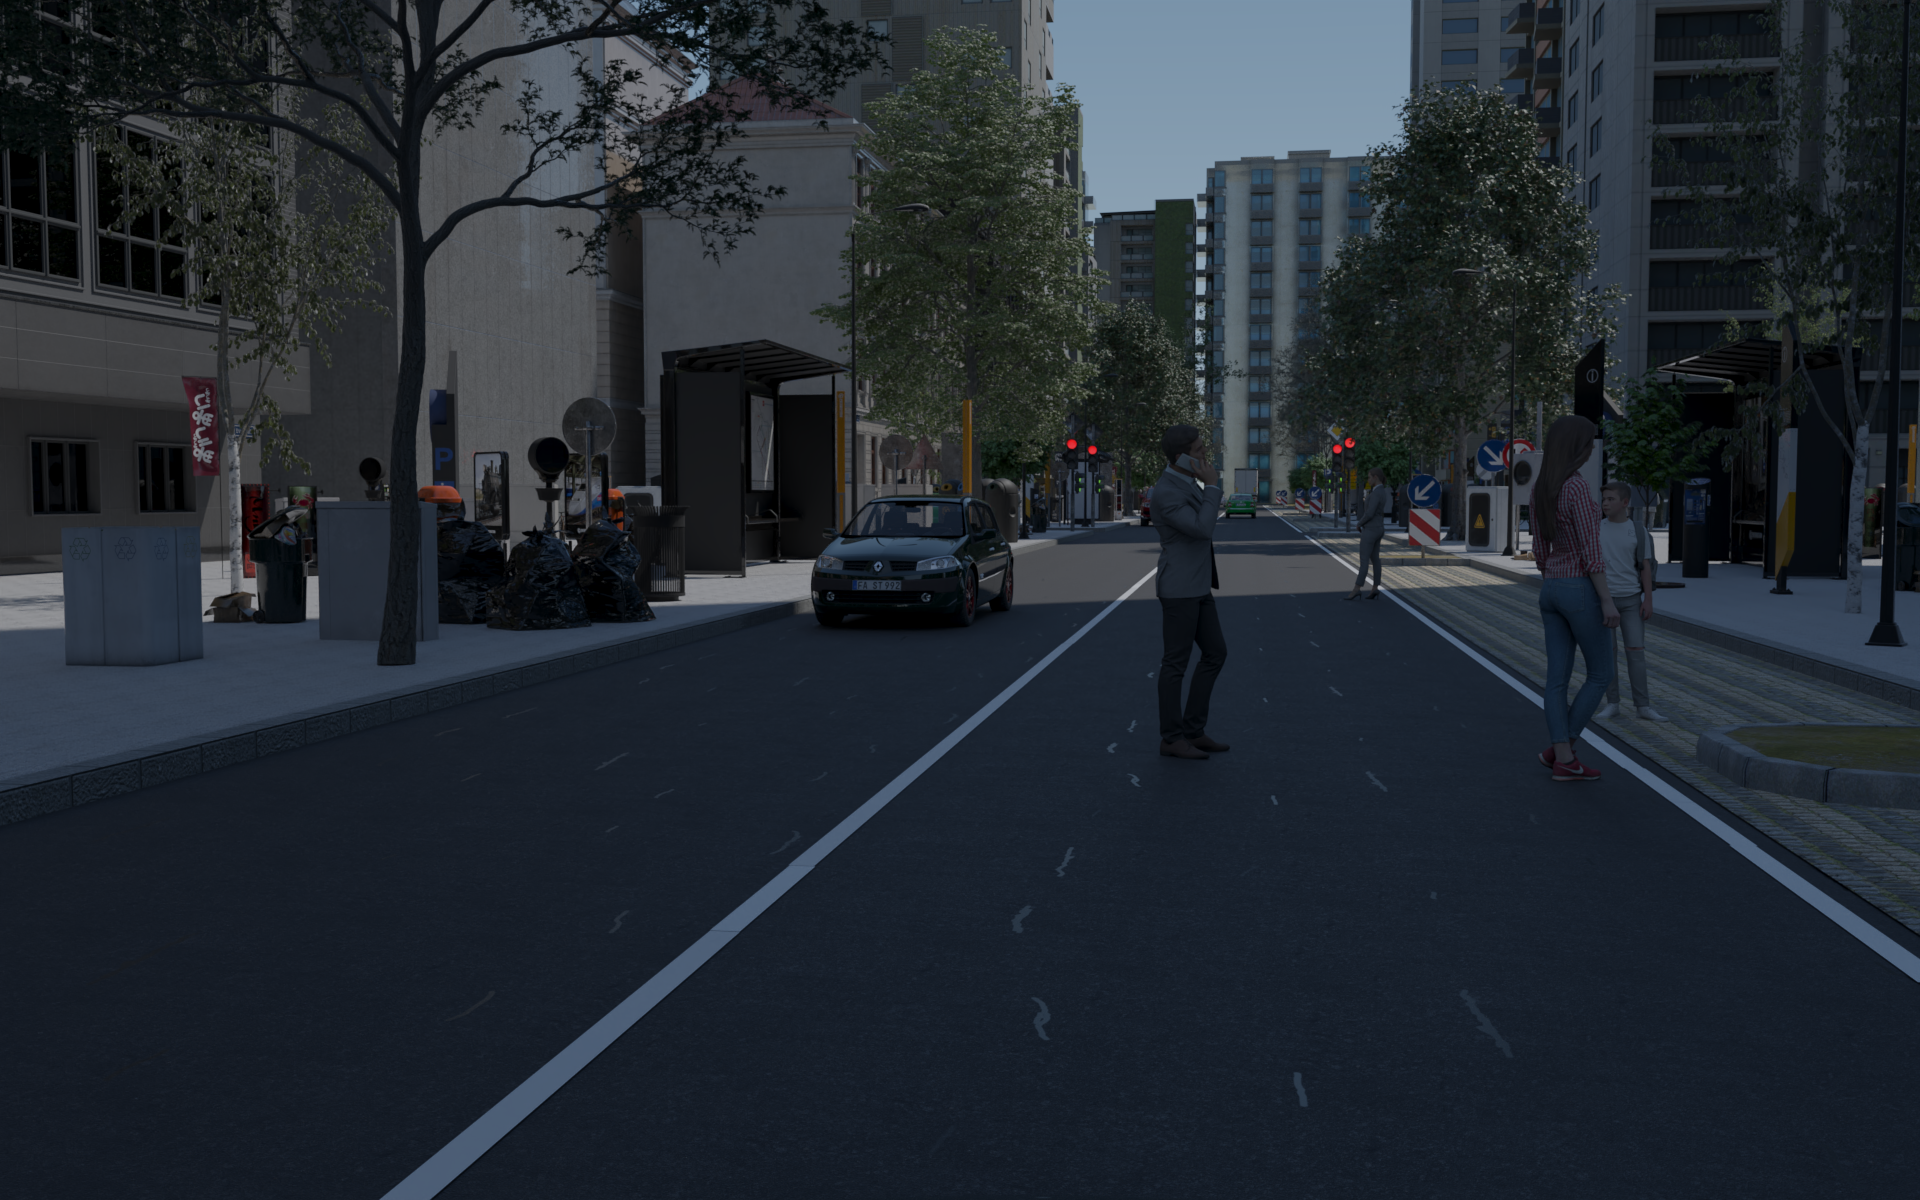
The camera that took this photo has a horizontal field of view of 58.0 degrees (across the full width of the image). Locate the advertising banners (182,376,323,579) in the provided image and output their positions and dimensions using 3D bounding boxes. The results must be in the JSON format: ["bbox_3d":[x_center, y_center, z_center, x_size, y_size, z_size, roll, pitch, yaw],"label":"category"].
[{"bbox_3d":[-10.730,-1.845,26.355,2.074,3.025,0.090,-3,5,-42],"label":"advertising banners"}]

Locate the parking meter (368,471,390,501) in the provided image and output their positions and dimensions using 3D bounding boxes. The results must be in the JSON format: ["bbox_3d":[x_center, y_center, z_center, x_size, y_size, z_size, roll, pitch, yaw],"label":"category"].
[{"bbox_3d":[-12.333,-1.900,36.782,0.399,1.863,0.255,1,4,13],"label":"parking meter"}]

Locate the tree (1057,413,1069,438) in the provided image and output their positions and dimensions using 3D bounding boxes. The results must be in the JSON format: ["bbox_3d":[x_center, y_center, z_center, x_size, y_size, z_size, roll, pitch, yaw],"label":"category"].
[{"bbox_3d":[9.480,-11.080,131.514,4.360,8.622,3.978,0,3,0],"label":"tree"}]

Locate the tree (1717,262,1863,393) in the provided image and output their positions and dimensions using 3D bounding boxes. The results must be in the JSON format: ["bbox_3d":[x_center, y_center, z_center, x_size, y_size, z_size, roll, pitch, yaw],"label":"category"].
[{"bbox_3d":[25.542,-6.286,53.142,4.737,8.622,4.395,0,3,0],"label":"tree"}]

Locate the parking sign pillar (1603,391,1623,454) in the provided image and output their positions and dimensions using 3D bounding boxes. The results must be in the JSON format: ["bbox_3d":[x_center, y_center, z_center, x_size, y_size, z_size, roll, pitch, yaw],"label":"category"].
[{"bbox_3d":[14.909,-3.173,40.344,1.447,3.967,1.447,-1,4,-9],"label":"parking sign pillar"}]

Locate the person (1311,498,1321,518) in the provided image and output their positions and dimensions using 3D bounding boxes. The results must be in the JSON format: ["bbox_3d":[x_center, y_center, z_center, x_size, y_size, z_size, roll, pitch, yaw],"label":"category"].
[{"bbox_3d":[19.367,-5.266,94.376,0.755,1.850,0.659,3,4,36],"label":"person"}]

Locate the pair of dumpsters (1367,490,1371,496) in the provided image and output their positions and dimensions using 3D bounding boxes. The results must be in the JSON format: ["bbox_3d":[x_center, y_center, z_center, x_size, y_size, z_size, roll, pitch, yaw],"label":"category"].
[{"bbox_3d":[27.478,-6.756,112.957,1.574,2.255,4.437,1,4,10],"label":"pair of dumpsters"}]

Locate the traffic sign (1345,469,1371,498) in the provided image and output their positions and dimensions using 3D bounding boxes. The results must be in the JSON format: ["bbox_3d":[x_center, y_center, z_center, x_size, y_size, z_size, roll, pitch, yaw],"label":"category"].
[{"bbox_3d":[25.594,-7.123,110.332,2.265,3.308,0.079,1,4,19],"label":"traffic sign"}]

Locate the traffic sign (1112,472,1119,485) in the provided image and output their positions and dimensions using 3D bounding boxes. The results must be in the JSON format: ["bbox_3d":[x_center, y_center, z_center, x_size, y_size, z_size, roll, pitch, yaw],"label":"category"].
[{"bbox_3d":[7.387,-5.122,84.927,0.795,2.450,0.064,1,4,10],"label":"traffic sign"}]

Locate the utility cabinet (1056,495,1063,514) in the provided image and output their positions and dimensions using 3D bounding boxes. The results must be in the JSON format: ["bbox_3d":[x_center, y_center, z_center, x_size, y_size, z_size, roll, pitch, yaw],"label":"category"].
[{"bbox_3d":[4.794,-4.358,82.412,0.306,1.237,1.020,1,4,13],"label":"utility cabinet"}]

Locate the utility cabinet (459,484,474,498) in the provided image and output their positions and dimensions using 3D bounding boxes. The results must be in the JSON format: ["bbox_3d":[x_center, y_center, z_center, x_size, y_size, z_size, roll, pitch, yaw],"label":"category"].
[{"bbox_3d":[-10.496,-1.734,37.037,1.173,1.500,0.318,2,4,29],"label":"utility cabinet"}]

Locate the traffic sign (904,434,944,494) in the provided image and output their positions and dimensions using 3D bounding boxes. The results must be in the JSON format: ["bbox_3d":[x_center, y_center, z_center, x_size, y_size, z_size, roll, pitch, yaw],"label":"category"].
[{"bbox_3d":[-0.775,-2.287,37.397,0.884,2.594,0.081,1,4,13],"label":"traffic sign"}]

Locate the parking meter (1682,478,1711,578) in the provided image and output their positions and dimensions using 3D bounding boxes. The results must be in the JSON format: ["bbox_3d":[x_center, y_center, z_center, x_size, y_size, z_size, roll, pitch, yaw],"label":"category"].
[{"bbox_3d":[11.286,-1.109,26.541,0.372,1.533,0.369,0,3,0],"label":"parking meter"}]

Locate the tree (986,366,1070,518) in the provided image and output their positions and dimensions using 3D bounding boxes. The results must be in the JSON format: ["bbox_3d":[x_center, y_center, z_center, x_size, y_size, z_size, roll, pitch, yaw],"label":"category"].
[{"bbox_3d":[3.514,-8.687,92.389,4.737,8.622,4.395,0,3,0],"label":"tree"}]

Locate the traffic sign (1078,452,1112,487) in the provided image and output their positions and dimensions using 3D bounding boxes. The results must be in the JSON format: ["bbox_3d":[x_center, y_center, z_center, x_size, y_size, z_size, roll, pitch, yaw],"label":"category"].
[{"bbox_3d":[6.326,-5.565,84.862,2.265,3.308,0.079,1,4,13],"label":"traffic sign"}]

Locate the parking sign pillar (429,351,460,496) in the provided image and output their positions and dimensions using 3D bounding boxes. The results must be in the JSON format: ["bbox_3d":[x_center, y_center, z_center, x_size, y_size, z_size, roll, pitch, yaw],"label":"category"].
[{"bbox_3d":[-9.495,-2.661,31.976,1.447,3.967,1.447,-1,4,-13],"label":"parking sign pillar"}]

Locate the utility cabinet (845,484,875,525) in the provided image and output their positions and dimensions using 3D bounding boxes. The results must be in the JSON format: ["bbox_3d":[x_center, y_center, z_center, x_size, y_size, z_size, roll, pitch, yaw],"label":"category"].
[{"bbox_3d":[-2.229,-1.766,37.555,0.318,1.500,1.173,-2,4,-31],"label":"utility cabinet"}]

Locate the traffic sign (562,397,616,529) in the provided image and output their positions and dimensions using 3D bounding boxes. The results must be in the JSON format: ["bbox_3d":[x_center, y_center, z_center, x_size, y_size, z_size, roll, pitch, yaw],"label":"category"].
[{"bbox_3d":[-4.887,-1.387,22.789,0.768,2.556,0.104,1,4,13],"label":"traffic sign"}]

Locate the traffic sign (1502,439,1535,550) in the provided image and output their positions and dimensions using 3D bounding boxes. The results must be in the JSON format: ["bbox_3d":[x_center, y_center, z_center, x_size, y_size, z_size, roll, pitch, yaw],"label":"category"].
[{"bbox_3d":[12.858,-2.433,39.885,0.768,2.556,0.104,1,4,12],"label":"traffic sign"}]

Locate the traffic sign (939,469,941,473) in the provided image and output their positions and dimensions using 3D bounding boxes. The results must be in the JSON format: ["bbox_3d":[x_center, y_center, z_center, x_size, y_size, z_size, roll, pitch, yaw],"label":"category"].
[{"bbox_3d":[-0.344,-3.571,58.492,0.768,2.556,0.104,1,4,17],"label":"traffic sign"}]

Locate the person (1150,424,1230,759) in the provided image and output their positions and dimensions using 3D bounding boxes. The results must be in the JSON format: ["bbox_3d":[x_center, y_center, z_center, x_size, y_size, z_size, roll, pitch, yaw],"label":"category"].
[{"bbox_3d":[1.265,-0.047,9.448,0.473,1.802,0.592,2,4,31],"label":"person"}]

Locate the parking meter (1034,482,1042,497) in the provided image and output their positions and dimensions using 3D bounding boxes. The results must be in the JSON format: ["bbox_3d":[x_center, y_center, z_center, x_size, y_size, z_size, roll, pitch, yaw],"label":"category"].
[{"bbox_3d":[3.791,-4.939,86.463,0.255,1.863,0.399,-1,4,-14],"label":"parking meter"}]

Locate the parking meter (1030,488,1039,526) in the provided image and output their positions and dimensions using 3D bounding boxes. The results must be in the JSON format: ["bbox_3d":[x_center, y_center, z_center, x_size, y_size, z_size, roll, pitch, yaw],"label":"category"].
[{"bbox_3d":[3.003,-3.748,69.684,0.372,1.533,0.369,0,3,0],"label":"parking meter"}]

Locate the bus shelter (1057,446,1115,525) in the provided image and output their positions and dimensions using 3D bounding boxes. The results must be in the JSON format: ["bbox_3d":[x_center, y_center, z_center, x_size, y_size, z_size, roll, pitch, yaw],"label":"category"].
[{"bbox_3d":[5.502,-4.965,75.098,2.014,3.302,5.546,1,4,9],"label":"bus shelter"}]

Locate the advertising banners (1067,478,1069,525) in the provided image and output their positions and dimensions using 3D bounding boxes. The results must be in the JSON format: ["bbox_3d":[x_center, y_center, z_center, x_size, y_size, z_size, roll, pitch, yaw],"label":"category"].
[{"bbox_3d":[4.445,-4.596,71.338,0.090,3.025,2.074,0,4,5],"label":"advertising banners"}]

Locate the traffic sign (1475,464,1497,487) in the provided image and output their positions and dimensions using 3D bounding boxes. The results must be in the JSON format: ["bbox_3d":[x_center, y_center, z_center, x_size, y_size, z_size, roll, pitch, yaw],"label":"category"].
[{"bbox_3d":[19.471,-3.916,64.140,0.768,2.556,0.104,1,4,16],"label":"traffic sign"}]

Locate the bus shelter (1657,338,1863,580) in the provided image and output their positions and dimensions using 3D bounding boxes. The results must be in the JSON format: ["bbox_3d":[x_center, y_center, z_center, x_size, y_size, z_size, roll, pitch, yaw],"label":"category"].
[{"bbox_3d":[13.129,-2.305,28.964,1.731,3.624,6.357,1,4,9],"label":"bus shelter"}]

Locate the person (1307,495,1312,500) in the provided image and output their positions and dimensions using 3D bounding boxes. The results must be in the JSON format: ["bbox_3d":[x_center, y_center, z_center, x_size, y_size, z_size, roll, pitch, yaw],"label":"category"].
[{"bbox_3d":[44.530,-12.943,220.651,0.750,1.759,0.617,1,4,12],"label":"person"}]

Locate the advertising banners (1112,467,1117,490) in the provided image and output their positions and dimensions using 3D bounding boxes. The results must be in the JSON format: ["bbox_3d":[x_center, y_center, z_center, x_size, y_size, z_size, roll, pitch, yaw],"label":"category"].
[{"bbox_3d":[8.918,-6.919,109.314,2.074,3.025,0.090,1,4,16],"label":"advertising banners"}]

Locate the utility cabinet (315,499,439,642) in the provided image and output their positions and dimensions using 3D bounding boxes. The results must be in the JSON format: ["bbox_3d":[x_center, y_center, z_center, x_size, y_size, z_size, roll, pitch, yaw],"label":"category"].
[{"bbox_3d":[-5.128,-0.251,15.269,1.020,1.237,0.306,1,4,13],"label":"utility cabinet"}]

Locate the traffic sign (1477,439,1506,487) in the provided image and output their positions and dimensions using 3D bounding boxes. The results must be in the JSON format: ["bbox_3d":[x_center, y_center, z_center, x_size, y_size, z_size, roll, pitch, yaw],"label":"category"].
[{"bbox_3d":[12.430,-2.465,40.403,0.768,2.556,0.104,1,4,13],"label":"traffic sign"}]

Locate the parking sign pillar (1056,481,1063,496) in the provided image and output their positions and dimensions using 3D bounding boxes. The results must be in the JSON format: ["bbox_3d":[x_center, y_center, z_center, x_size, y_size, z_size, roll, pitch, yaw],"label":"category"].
[{"bbox_3d":[6.888,-7.583,112.451,1.447,3.967,1.447,3,4,39],"label":"parking sign pillar"}]

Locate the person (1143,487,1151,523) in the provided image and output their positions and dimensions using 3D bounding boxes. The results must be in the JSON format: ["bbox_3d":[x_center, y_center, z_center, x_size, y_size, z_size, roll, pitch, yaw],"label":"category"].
[{"bbox_3d":[9.326,-4.730,86.005,0.590,1.801,0.661,0,4,-2],"label":"person"}]

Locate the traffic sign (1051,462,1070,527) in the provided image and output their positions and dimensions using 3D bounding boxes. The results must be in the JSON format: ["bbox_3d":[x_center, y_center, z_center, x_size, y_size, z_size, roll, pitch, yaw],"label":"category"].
[{"bbox_3d":[3.922,-4.155,68.038,0.768,2.556,0.104,1,4,15],"label":"traffic sign"}]

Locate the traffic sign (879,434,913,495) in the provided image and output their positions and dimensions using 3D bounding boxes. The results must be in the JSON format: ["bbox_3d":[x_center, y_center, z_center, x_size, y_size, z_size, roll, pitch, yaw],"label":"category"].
[{"bbox_3d":[-1.374,-2.254,36.961,0.768,2.556,0.104,1,4,16],"label":"traffic sign"}]

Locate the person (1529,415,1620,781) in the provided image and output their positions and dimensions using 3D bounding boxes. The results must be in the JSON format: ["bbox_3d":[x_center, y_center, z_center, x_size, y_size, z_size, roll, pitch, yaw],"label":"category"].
[{"bbox_3d":[3.077,-0.008,8.646,0.388,1.821,0.555,-2,4,-25],"label":"person"}]

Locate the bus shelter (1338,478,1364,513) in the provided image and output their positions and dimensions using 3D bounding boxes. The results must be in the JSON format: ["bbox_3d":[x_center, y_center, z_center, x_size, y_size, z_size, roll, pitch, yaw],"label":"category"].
[{"bbox_3d":[25.618,-7.339,113.921,2.014,3.302,5.546,1,4,9],"label":"bus shelter"}]

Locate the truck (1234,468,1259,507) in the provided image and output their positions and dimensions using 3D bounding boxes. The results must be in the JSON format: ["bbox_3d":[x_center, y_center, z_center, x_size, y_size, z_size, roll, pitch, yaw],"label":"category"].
[{"bbox_3d":[31.892,-12.479,192.947,2.839,4.237,11.283,1,4,10],"label":"truck"}]

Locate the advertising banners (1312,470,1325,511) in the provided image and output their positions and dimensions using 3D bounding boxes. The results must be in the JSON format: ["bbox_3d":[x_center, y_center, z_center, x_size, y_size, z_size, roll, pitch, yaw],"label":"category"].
[{"bbox_3d":[26.186,-7.925,125.768,0.090,3.025,2.074,-2,4,-25],"label":"advertising banners"}]

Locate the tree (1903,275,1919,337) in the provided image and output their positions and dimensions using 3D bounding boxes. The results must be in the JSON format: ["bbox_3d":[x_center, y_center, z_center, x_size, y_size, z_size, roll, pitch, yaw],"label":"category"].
[{"bbox_3d":[19.232,-4.913,30.689,4.737,8.622,4.395,0,3,0],"label":"tree"}]

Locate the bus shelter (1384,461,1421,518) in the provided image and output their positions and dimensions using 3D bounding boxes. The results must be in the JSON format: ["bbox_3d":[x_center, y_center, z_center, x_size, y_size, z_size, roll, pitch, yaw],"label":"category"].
[{"bbox_3d":[23.127,-5.999,92.000,2.014,3.302,5.546,1,4,9],"label":"bus shelter"}]

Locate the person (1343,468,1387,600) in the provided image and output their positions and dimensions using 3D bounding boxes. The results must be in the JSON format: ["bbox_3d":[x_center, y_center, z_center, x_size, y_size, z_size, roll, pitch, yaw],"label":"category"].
[{"bbox_3d":[5.506,-0.903,23.536,0.573,1.790,0.520,1,4,10],"label":"person"}]

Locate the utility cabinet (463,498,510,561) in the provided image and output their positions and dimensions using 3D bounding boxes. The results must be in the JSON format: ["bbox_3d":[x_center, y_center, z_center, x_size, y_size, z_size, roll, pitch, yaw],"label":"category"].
[{"bbox_3d":[-7.971,-1.065,28.567,1.020,1.237,0.306,0,3,0],"label":"utility cabinet"}]

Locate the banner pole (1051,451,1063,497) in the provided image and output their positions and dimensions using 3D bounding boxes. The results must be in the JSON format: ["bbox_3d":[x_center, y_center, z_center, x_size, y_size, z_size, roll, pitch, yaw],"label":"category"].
[{"bbox_3d":[4.921,-6.047,88.887,0.863,3.779,0.401,2,4,34],"label":"banner pole"}]

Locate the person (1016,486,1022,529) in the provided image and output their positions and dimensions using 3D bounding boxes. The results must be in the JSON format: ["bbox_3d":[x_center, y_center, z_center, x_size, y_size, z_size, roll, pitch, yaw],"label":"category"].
[{"bbox_3d":[2.103,-3.410,64.795,0.519,1.759,0.362,3,5,42],"label":"person"}]

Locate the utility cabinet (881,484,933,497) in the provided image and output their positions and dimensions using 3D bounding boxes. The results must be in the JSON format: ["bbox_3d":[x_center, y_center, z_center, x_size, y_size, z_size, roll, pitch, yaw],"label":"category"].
[{"bbox_3d":[-1.174,-1.824,38.501,1.173,1.500,0.318,2,4,31],"label":"utility cabinet"}]

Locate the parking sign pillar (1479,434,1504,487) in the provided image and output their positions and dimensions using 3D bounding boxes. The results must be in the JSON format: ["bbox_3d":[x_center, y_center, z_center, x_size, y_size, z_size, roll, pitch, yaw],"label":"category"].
[{"bbox_3d":[22.877,-5.266,74.572,1.447,3.967,1.447,-3,5,-41],"label":"parking sign pillar"}]

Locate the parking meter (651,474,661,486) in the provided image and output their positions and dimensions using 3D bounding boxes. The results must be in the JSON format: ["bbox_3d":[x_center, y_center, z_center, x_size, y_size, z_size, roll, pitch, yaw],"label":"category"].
[{"bbox_3d":[-8.990,-2.801,51.514,0.399,1.863,0.255,2,4,26],"label":"parking meter"}]

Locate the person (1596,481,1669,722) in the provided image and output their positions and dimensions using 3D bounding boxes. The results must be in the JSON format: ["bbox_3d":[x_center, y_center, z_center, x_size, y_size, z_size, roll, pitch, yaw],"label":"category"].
[{"bbox_3d":[4.210,0.007,10.982,0.503,1.515,0.523,0,4,-8],"label":"person"}]

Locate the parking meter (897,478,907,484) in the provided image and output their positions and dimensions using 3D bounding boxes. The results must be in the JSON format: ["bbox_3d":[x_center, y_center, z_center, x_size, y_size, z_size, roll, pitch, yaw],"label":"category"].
[{"bbox_3d":[-2.111,-3.400,61.305,0.399,1.863,0.255,-2,4,-33],"label":"parking meter"}]

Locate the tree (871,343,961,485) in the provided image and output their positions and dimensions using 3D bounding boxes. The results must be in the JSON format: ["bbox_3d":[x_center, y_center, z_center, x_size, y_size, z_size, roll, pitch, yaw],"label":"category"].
[{"bbox_3d":[-1.953,-7.726,76.684,4.737,8.622,4.395,0,3,0],"label":"tree"}]

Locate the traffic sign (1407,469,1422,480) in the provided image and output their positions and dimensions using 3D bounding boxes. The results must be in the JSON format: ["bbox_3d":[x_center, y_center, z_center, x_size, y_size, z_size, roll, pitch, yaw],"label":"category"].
[{"bbox_3d":[23.268,-5.417,88.678,0.768,2.556,0.104,1,4,14],"label":"traffic sign"}]

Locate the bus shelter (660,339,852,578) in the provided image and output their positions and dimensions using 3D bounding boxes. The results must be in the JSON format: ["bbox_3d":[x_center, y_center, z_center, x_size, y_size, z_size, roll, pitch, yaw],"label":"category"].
[{"bbox_3d":[-3.303,-2.337,29.495,1.731,3.624,6.357,1,4,9],"label":"bus shelter"}]

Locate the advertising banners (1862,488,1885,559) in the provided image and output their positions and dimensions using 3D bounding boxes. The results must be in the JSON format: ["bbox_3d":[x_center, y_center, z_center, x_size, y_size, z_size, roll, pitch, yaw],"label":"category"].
[{"bbox_3d":[17.588,-2.360,34.774,0.090,3.025,2.074,-2,4,-34],"label":"advertising banners"}]

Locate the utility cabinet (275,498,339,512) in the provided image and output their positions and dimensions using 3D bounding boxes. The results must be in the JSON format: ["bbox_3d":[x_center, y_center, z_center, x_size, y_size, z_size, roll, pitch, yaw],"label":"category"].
[{"bbox_3d":[-11.088,-1.119,29.453,0.306,1.237,1.020,3,5,40],"label":"utility cabinet"}]

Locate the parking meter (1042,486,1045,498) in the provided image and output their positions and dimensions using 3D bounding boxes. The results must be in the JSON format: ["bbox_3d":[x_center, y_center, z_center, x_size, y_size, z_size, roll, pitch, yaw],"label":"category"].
[{"bbox_3d":[6.073,-7.443,127.396,0.255,1.863,0.399,1,4,15],"label":"parking meter"}]

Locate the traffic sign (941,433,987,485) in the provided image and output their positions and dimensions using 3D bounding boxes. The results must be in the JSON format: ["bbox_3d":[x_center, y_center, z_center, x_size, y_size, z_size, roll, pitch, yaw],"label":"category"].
[{"bbox_3d":[0.461,-3.881,57.331,2.265,3.308,0.079,1,4,16],"label":"traffic sign"}]

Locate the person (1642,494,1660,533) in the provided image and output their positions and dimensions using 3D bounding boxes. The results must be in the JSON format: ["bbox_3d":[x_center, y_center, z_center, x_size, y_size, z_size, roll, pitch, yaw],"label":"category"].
[{"bbox_3d":[23.636,-3.101,59.395,0.606,1.804,0.583,1,4,11],"label":"person"}]

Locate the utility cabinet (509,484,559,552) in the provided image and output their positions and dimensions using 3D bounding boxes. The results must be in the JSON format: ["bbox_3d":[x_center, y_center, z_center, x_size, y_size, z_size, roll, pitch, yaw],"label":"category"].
[{"bbox_3d":[-9.305,-1.762,37.481,1.173,1.500,0.318,0,4,2],"label":"utility cabinet"}]
